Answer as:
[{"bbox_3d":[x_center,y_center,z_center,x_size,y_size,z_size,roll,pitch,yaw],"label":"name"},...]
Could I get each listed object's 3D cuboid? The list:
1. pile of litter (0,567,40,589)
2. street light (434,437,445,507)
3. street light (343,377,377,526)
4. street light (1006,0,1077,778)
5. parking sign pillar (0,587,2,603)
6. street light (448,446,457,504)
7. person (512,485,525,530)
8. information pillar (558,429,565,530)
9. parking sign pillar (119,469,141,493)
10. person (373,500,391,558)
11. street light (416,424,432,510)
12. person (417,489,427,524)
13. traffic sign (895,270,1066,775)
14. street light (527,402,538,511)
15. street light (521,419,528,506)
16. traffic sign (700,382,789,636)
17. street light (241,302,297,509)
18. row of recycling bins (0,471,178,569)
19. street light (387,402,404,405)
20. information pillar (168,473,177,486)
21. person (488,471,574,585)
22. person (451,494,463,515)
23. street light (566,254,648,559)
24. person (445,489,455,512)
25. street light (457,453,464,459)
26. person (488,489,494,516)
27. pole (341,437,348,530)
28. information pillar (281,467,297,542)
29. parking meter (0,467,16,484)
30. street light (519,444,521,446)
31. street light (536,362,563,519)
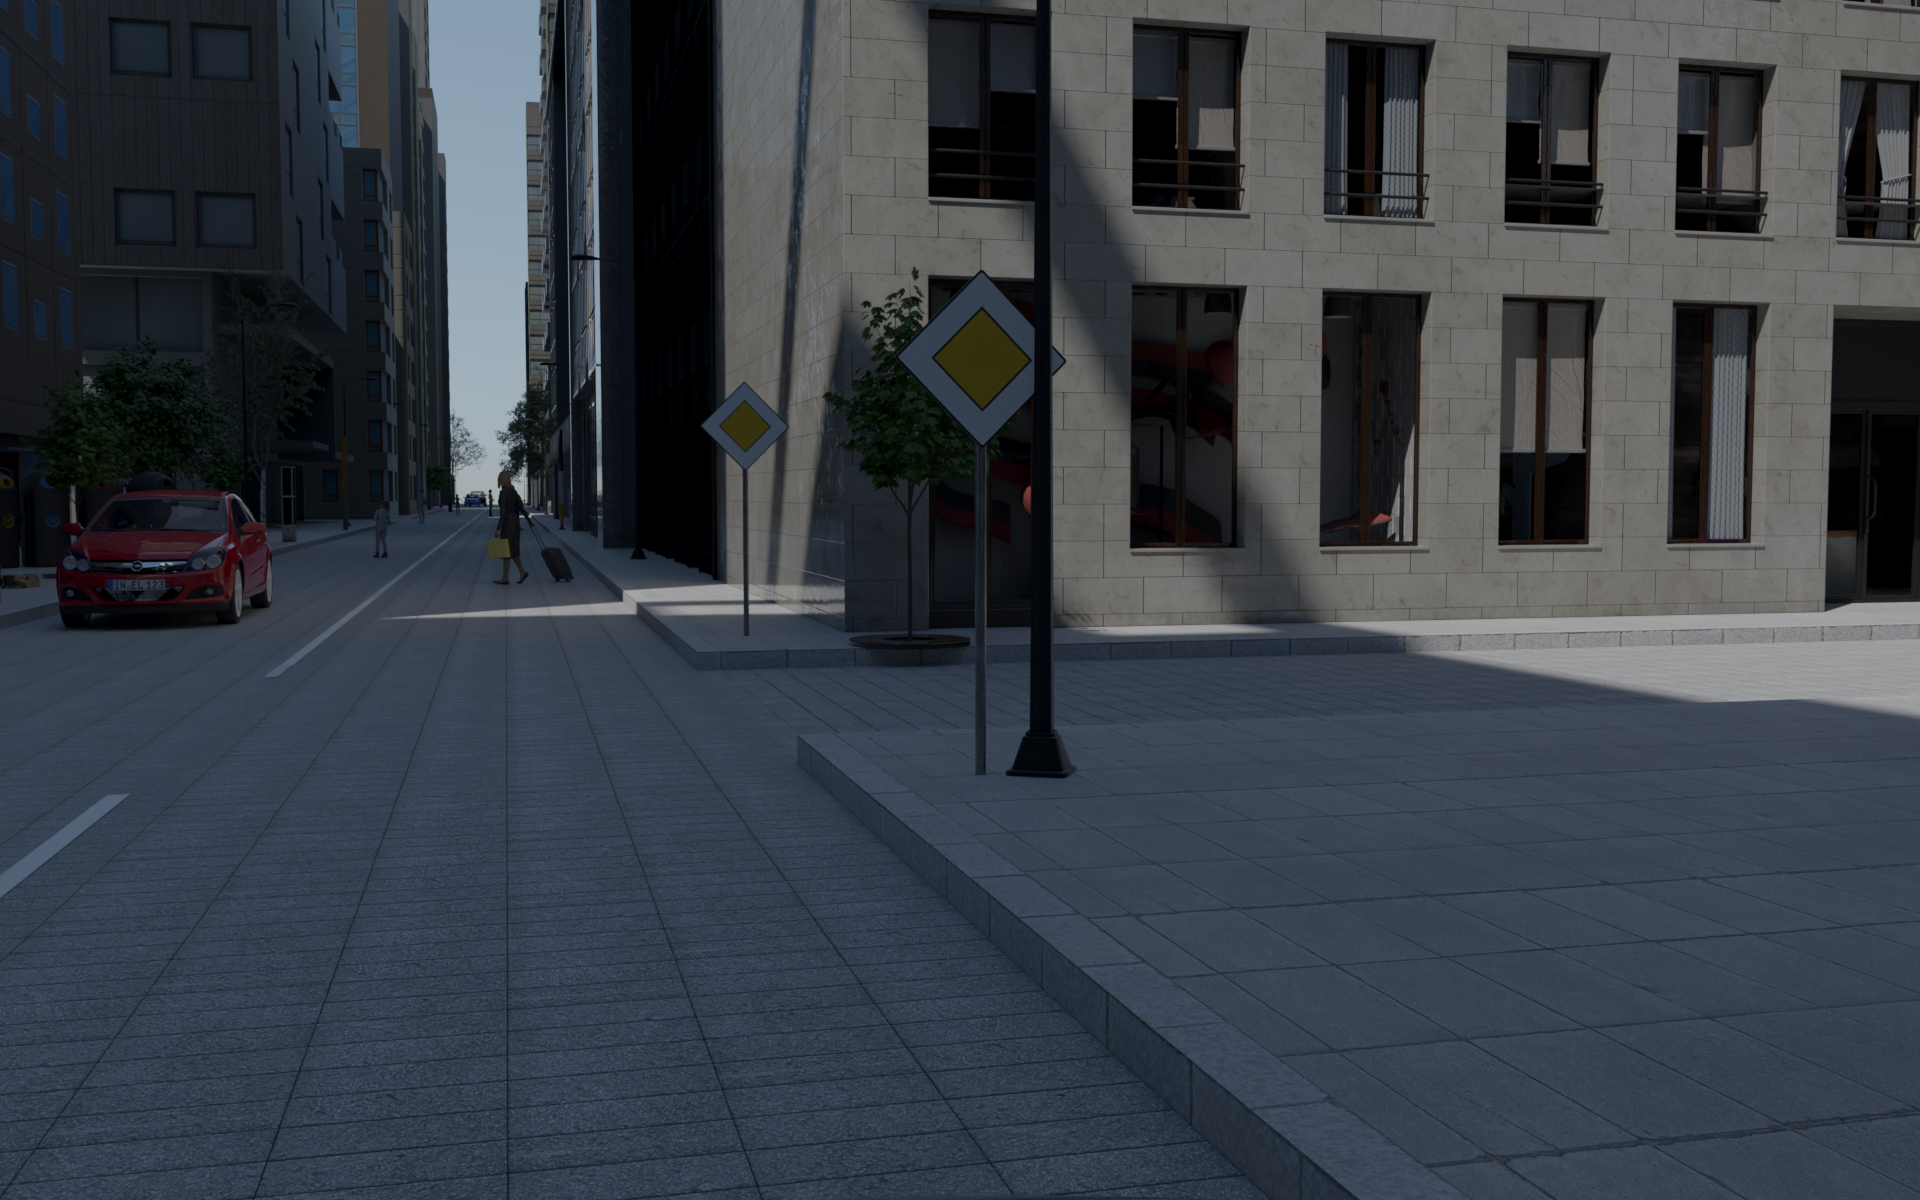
[{"bbox_3d":[-13.406,-0.612,23.974,1.176,0.858,1.719,-2,4,-35],"label":"pile of litter"},{"bbox_3d":[-42.887,-10.342,141.638,1.470,5.913,1.316,-1,4,-15],"label":"street light"},{"bbox_3d":[-23.870,-5.891,68.860,1.470,5.913,1.316,-1,4,-15],"label":"street light"},{"bbox_3d":[-0.149,-2.148,7.665,1.470,5.913,1.316,-1,4,-15],"label":"street light"},{"bbox_3d":[-12.016,-1.935,20.108,1.447,3.967,1.447,0,4,4],"label":"parking sign pillar"},{"bbox_3d":[-49.948,-11.977,168.364,1.470,5.913,1.316,-1,4,-15],"label":"street light"},{"bbox_3d":[-17.647,-3.660,68.518,0.721,1.800,0.419,0,4,8],"label":"person"},{"bbox_3d":[-14.433,-4.359,62.631,0.183,3.616,0.504,-1,4,-23],"label":"information pillar"},{"bbox_3d":[-25.307,-3.926,52.661,1.447,3.967,1.447,0,4,-4],"label":"parking sign pillar"},{"bbox_3d":[-13.033,-1.601,38.955,0.394,1.301,0.425,2,4,25],"label":"person"},{"bbox_3d":[-35.936,-8.700,114.786,1.470,5.913,1.316,-1,4,-15],"label":"street light"},{"bbox_3d":[-26.249,-4.586,84.481,0.522,1.701,0.512,-1,4,-20],"label":"person"},{"bbox_3d":[0.091,-0.258,7.863,0.795,2.450,0.064,-1,4,-15],"label":"traffic sign"},{"bbox_3d":[-21.094,-7.065,88.049,1.470,5.913,1.316,-1,4,-15],"label":"street light"},{"bbox_3d":[-26.234,-8.245,107.348,1.470,5.913,1.316,-1,4,-15],"label":"street light"},{"bbox_3d":[-1.933,-0.731,15.588,0.795,2.450,0.064,-1,4,-15],"label":"traffic sign"},{"bbox_3d":[-16.760,-4.248,41.997,1.470,5.913,1.316,-1,4,-15],"label":"street light"},{"bbox_3d":[-15.817,-1.452,30.845,3.534,1.692,1.069,-3,5,-44],"label":"row of recycling bins"},{"bbox_3d":[-28.870,-7.048,87.780,1.470,5.913,1.316,-1,4,-15],"label":"street light"},{"bbox_3d":[-25.422,-3.138,55.793,0.304,2.012,0.304,-1,4,-8],"label":"information pillar"},{"bbox_3d":[-6.893,-1.163,27.731,1.509,1.804,0.699,-3,5,-42],"label":"person"},{"bbox_3d":[-34.191,-6.499,117.977,0.991,1.433,0.599,-3,5,-43],"label":"person"},{"bbox_3d":[-6.862,-3.748,33.820,1.470,5.913,1.316,-1,4,-15],"label":"street light"},{"bbox_3d":[-40.911,-7.983,139.106,1.350,1.814,0.705,2,4,32],"label":"person"},{"bbox_3d":[-57.060,-13.621,195.237,1.470,5.913,1.316,-1,4,-15],"label":"street light"},{"bbox_3d":[-30.129,-6.255,111.474,0.721,1.736,1.217,0,4,-3],"label":"person"},{"bbox_3d":[-21.958,-4.158,61.822,0.158,3.312,0.155,0,3,0],"label":"pole"},{"bbox_3d":[-18.021,-2.569,46.493,0.304,2.012,0.304,0,4,-7],"label":"information pillar"},{"bbox_3d":[-19.562,-1.820,35.467,0.399,1.863,0.255,0,4,-6],"label":"parking meter"},{"bbox_3d":[-33.368,-9.909,134.549,1.470,5.913,1.316,-1,4,-15],"label":"street light"},{"bbox_3d":[-14.086,-5.423,61.211,1.470,5.913,1.316,-1,4,-15],"label":"street light"}]
